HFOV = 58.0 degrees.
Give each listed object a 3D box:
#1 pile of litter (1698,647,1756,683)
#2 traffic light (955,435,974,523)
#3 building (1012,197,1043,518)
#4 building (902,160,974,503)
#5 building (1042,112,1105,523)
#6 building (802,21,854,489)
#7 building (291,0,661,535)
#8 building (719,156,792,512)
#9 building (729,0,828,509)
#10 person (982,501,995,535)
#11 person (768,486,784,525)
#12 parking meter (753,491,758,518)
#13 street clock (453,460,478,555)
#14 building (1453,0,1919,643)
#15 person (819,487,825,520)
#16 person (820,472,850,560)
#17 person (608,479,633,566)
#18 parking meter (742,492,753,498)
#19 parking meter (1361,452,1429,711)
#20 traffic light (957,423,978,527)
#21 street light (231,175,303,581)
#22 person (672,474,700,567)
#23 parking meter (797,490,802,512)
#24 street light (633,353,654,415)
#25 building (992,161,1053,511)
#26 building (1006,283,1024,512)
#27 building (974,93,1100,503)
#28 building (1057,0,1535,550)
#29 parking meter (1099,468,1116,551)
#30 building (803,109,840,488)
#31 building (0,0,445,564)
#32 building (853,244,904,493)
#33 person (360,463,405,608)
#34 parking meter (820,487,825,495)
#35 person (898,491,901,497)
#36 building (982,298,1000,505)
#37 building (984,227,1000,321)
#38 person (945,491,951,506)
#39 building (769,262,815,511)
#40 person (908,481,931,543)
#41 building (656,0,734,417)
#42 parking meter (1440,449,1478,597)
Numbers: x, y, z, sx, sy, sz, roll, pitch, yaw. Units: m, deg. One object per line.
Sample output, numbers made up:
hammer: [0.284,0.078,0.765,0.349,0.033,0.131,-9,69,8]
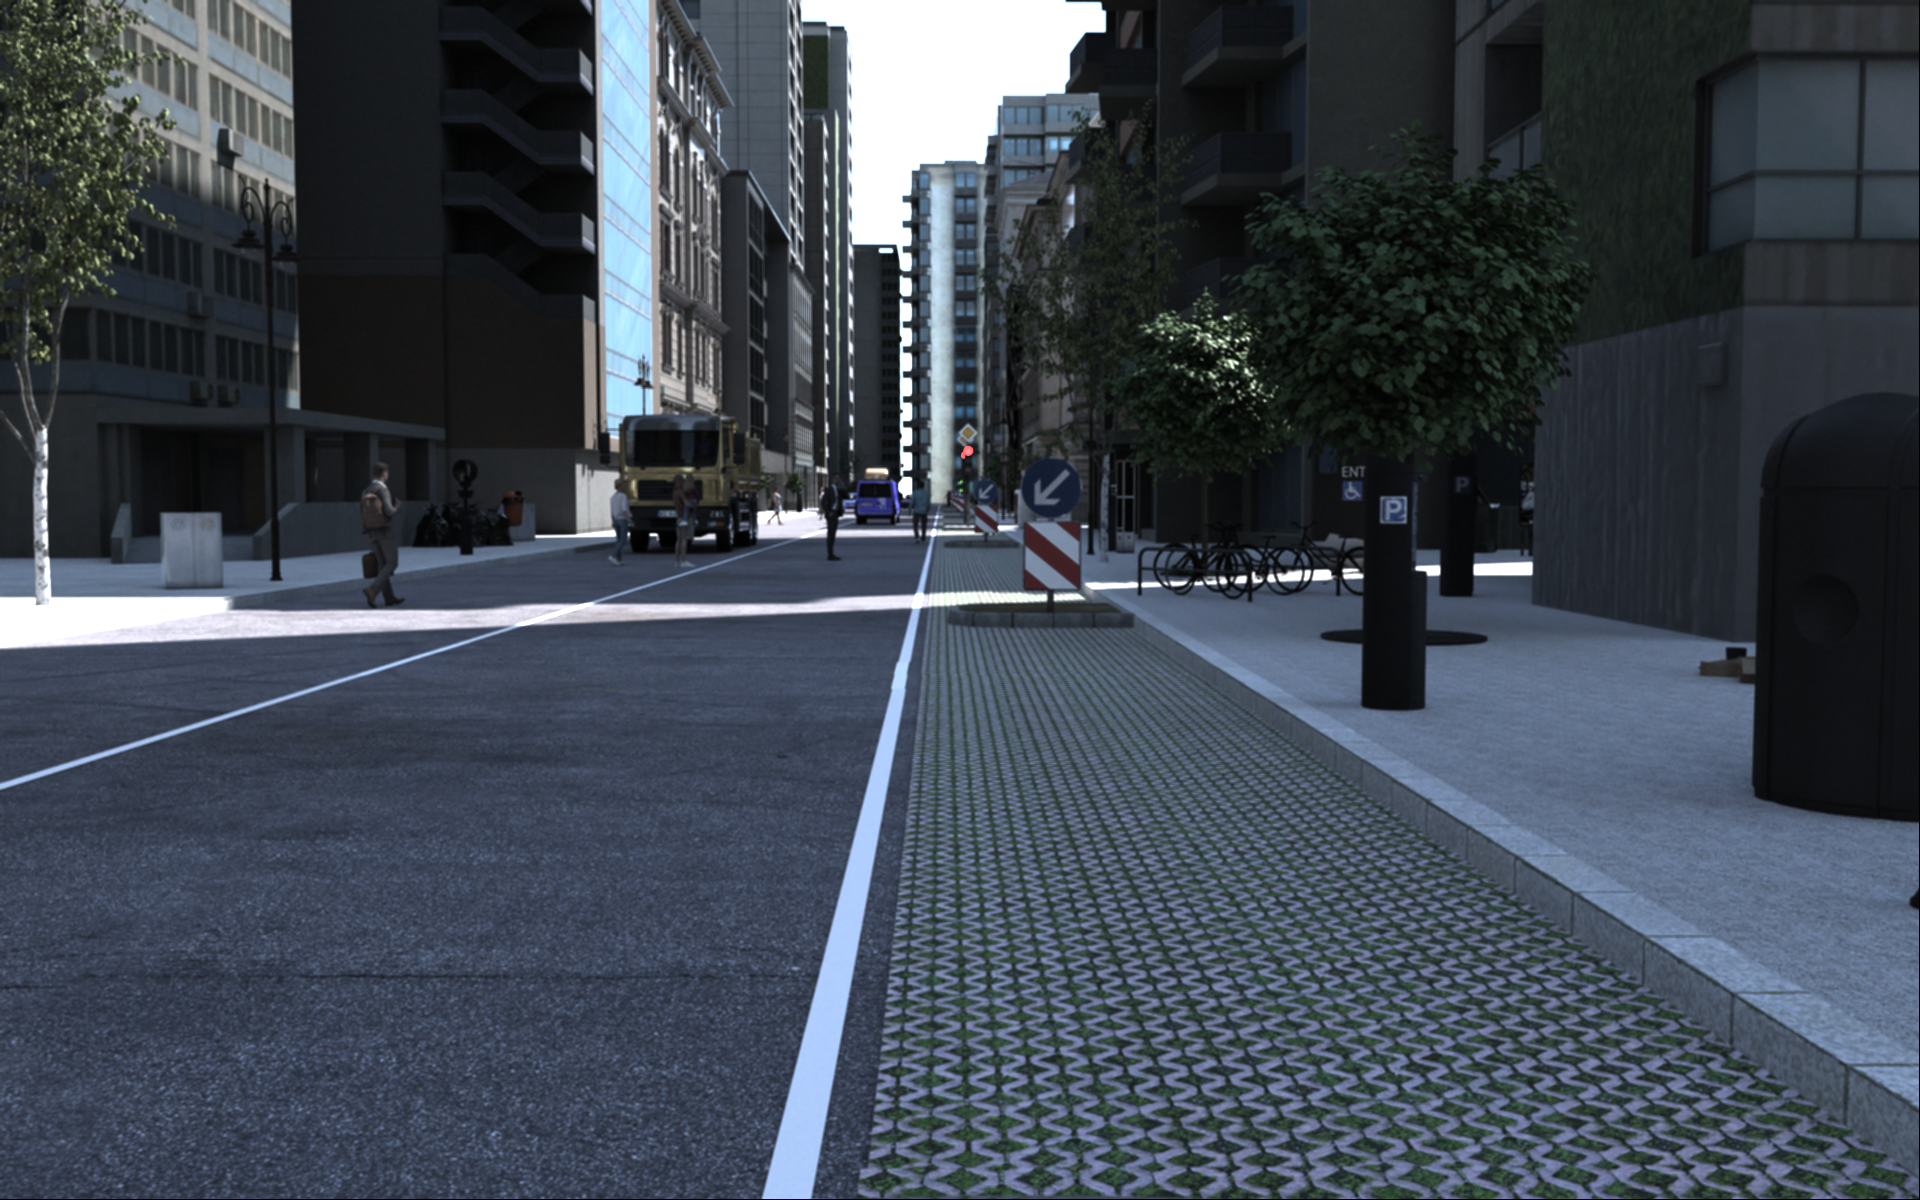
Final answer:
pile of litter: [5.841,0.132,11.800,1.176,0.858,1.719,-1,4,-12]
traffic light: [0.221,-5.349,76.383,0.839,4.253,0.868,0,4,-1]
building: [8.665,-14.383,99.790,10.561,19.102,19.286,0,4,-1]
building: [7.035,-38.403,247.495,30.456,49.044,23.786,0,4,-1]
building: [13.972,-13.264,81.487,19.286,19.102,10.561,0,4,-1]
building: [-27.531,-41.170,215.132,28.212,58.520,21.231,0,4,-1]
building: [-18.751,-25.054,59.741,14.200,45.320,14.600,0,4,-1]
building: [-19.606,-18.126,115.431,14.314,24.678,30.058,0,4,-1]
building: [-22.923,-44.158,160.233,20.563,71.187,20.611,0,4,-1]
person: [0.993,-3.156,60.287,0.511,1.800,0.466,1,4,13]
person: [-8.553,-4.386,80.307,0.778,1.811,0.616,0,4,3]
parking meter: [-10.735,-5.006,90.251,0.372,1.533,0.369,0,3,0]
street clock: [-10.437,-1.958,36.578,0.471,2.002,0.358,1,4,22]
building: [13.628,-20.611,20.593,14.154,41.232,14.086,0,4,-1]
person: [-7.550,-5.327,95.829,0.641,1.798,0.478,2,4,33]
person: [-2.703,-1.823,37.669,0.474,1.900,0.648,2,4,24]
person: [-6.788,-1.548,34.477,0.731,1.740,0.598,2,4,31]
parking meter: [-10.491,-4.685,85.014,0.372,1.533,0.369,0,3,0]
parking meter: [2.611,-0.121,10.396,0.372,1.533,0.369,0,3,0]
traffic light: [0.304,-4.861,68.398,0.839,4.253,0.868,0,4,-1]
street light: [-10.145,-3.225,25.518,0.468,5.910,1.993,0,4,-1]
person: [-5.401,-1.563,34.029,0.580,1.828,0.573,1,4,11]
parking meter: [-11.527,-7.255,124.333,0.255,1.863,0.399,2,4,35]
street light: [-10.381,-5.150,56.996,0.468,5.910,1.993,0,4,-1]
building: [9.720,-21.751,141.538,13.634,28.700,20.117,0,4,-1]
building: [11.645,-15.656,123.431,16.820,18.784,16.811,0,4,-1]
building: [14.185,-36.144,210.563,23.786,49.044,30.456,0,4,-1]
building: [14.642,-24.316,52.186,22.147,44.769,28.867,0,4,-1]
parking meter: [3.343,-2.029,38.891,0.255,1.863,0.399,-2,4,-35]
building: [-19.867,-30.269,178.495,14.154,41.232,14.086,0,4,-1]
building: [-29.577,-21.218,38.793,32.217,40.220,23.993,0,4,-1]
building: [-20.307,-34.205,251.139,23.993,40.220,32.217,0,4,-1]
person: [-7.380,-0.828,22.007,0.622,1.834,0.822,2,4,27]
parking meter: [-10.932,-8.081,137.840,0.255,1.863,0.399,1,4,14]
person: [-7.026,-11.858,202.385,0.705,1.822,1.348,-1,4,-17]
building: [16.299,-19.698,167.107,27.650,21.520,28.899,0,4,-1]
building: [9.626,-25.513,188.842,14.160,30.474,14.107,0,4,-1]
person: [-1.356,-11.759,200.697,0.705,1.831,1.348,3,4,38]
building: [-17.192,-17.777,139.808,9.793,20.994,18.267,0,4,-1]
person: [-1.168,-2.575,50.616,0.660,1.820,0.620,-1,4,-13]
building: [-19.715,-18.390,88.069,14.401,28.519,23.554,0,4,-1]
parking meter: [6.257,-0.979,21.725,0.399,1.863,0.255,0,4,-5]
